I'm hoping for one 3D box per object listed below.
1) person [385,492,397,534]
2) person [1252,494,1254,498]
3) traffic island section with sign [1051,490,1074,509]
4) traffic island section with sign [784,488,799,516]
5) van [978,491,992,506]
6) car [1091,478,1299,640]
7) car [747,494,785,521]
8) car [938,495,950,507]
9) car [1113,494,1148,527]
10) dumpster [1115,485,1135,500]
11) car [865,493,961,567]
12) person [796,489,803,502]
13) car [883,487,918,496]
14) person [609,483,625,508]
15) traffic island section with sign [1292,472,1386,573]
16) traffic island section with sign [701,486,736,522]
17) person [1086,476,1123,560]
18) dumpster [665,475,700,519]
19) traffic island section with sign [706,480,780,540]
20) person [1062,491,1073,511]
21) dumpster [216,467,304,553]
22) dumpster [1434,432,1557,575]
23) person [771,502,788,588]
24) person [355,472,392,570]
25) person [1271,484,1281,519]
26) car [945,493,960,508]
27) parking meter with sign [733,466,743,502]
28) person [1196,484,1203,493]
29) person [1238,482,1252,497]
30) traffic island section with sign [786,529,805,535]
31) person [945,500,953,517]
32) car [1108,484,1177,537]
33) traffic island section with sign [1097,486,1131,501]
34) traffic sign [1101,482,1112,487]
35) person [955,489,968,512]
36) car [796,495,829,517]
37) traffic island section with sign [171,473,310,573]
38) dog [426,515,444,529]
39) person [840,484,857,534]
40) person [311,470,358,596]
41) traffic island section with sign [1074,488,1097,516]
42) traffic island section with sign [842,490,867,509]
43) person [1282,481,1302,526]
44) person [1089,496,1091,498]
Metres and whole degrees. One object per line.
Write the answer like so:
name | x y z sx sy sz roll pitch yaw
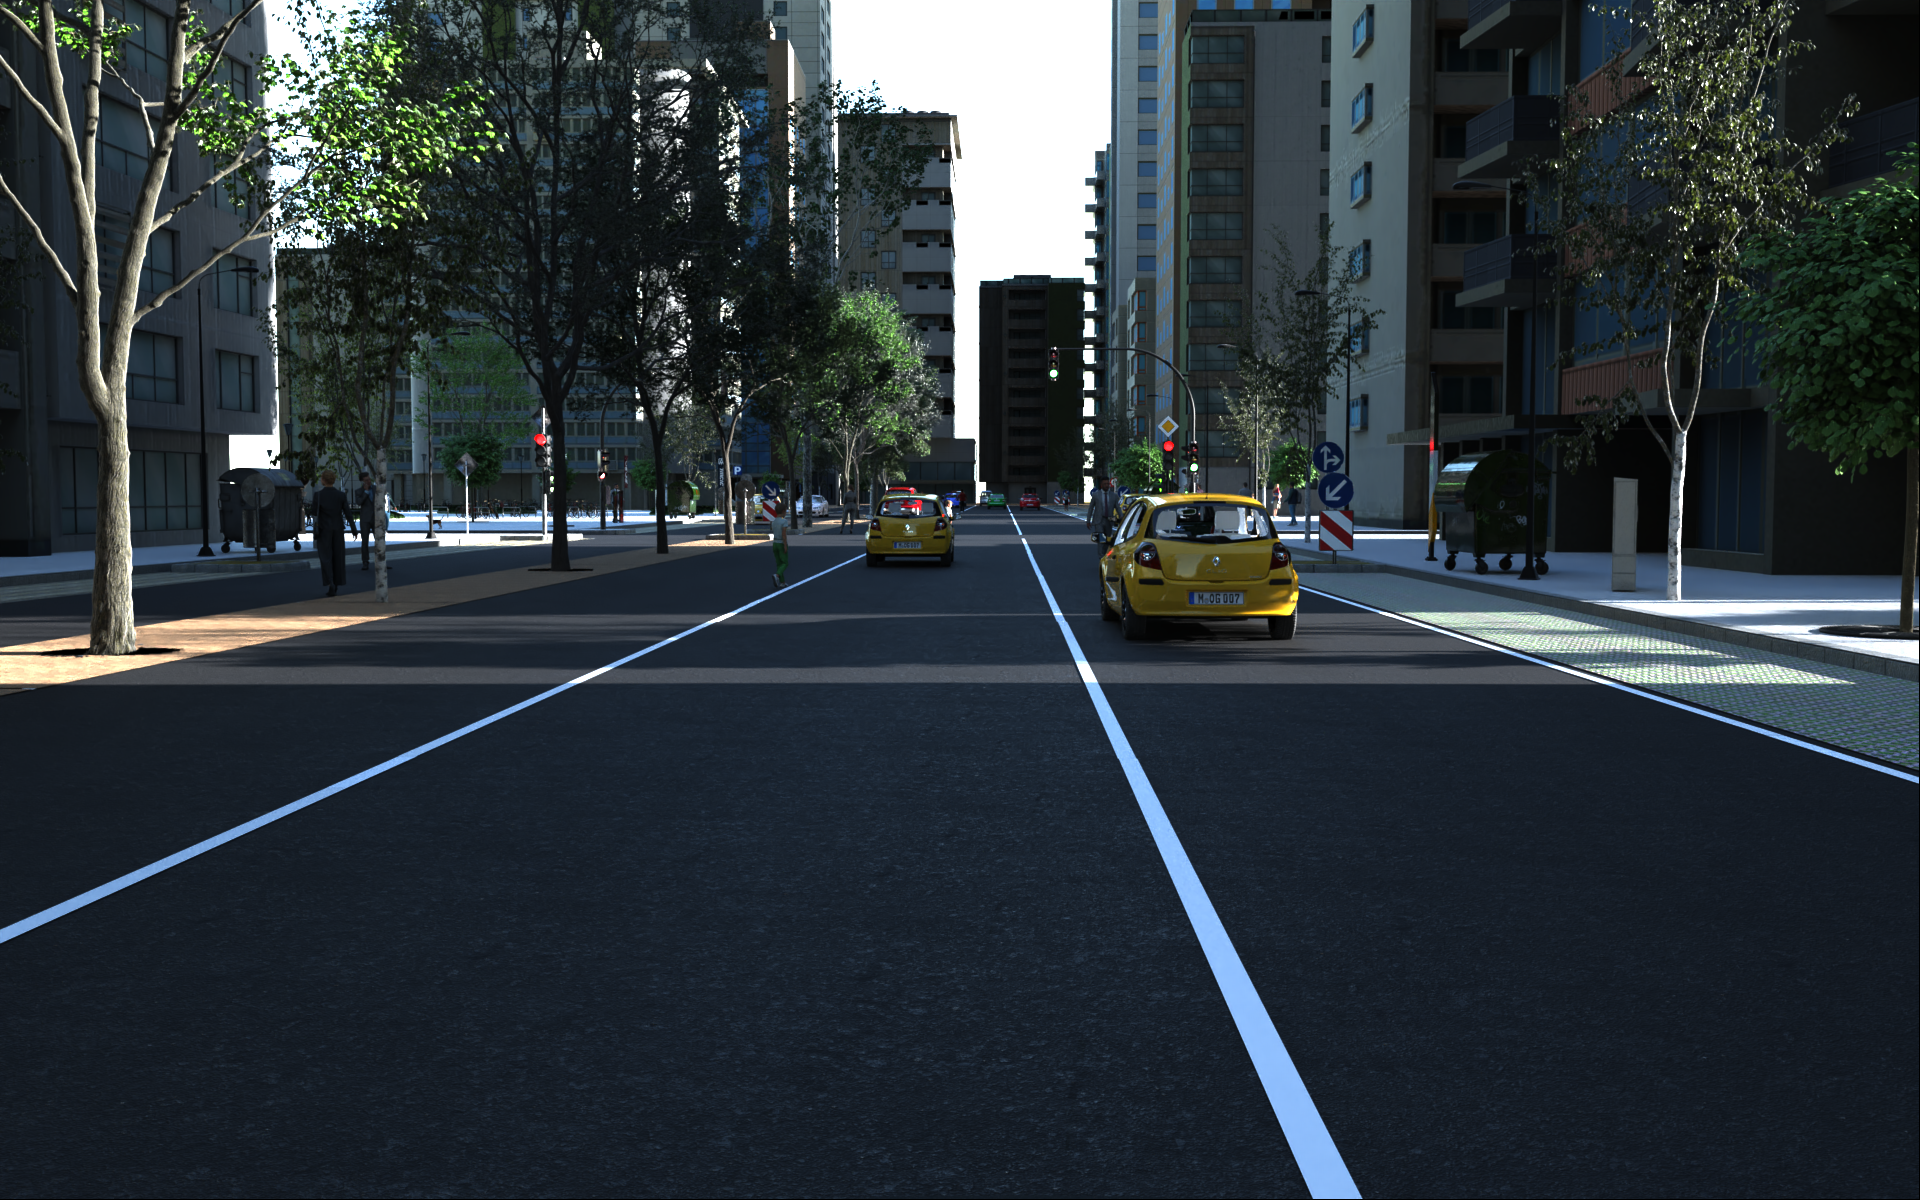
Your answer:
person | -20.014 -3.142 60.213 0.721 1.781 0.623 2 4 33
person | 15.891 -5.113 93.907 0.475 1.303 0.640 0 4 0
traffic island section with sign | 9.917 -9.514 164.187 1.989 1.847 2.006 0 4 1
traffic island section with sign | -11.307 -6.487 114.697 1.989 1.847 2.006 0 4 1
van | 3.188 -12.239 207.124 2.013 2.044 4.112 0 4 1
car | 2.449 -0.505 18.476 2.015 1.641 3.980 0 3 0
car | -9.311 -4.388 81.964 2.015 1.641 3.980 0 4 0
car | -1.861 -8.457 150.849 1.945 1.354 3.894 0 4 2
car | 7.551 -3.934 74.549 2.015 1.641 3.980 0 4 0
dumpster | 10.785 -6.537 112.637 1.264 1.857 1.865 0 4 1
car | -0.988 -1.556 35.661 2.015 1.641 3.980 0 4 1
person | -13.343 -8.357 143.504 1.217 1.723 0.721 1 4 8
car | -3.209 -5.368 96.436 2.281 1.827 5.304 0 4 3
person | -16.250 -4.618 81.813 0.678 1.792 0.850 -3 4 -37
traffic island section with sign | 6.735 -1.443 32.225 1.989 1.847 2.006 0 4 1
traffic island section with sign | -11.953 -4.837 87.714 1.989 1.847 2.006 0 4 1
person | 2.846 -1.550 34.109 0.678 1.792 0.850 -1 4 -10
dumpster | -14.356 -5.324 89.546 1.502 2.255 1.985 0 4 1
traffic island section with sign | -6.866 -2.841 54.585 2.006 1.907 1.989 0 4 1
person | 9.203 -8.547 149.038 1.217 1.735 0.721 -2 4 -35
dumpster | -15.440 -1.987 38.244 1.264 1.857 1.865 0 4 2
dumpster | 8.720 -1.575 28.249 1.502 2.255 1.985 0 4 1
person | -2.762 -0.841 26.506 0.306 1.304 0.590 1 4 18
person | -11.132 -1.502 32.861 0.655 1.846 0.447 -3 4 -36
person | 16.518 -5.163 90.426 0.573 1.828 0.580 0 4 -6
car | -0.901 -10.217 176.640 1.945 1.707 3.694 0 4 0
parking meter with sign | -13.752 -6.811 107.616 0.543 3.016 1.738 -1 4 -12
person | 13.186 -5.491 95.833 0.555 1.821 0.388 2 4 35
person | 12.284 -4.194 74.813 0.606 1.804 0.583 0 4 -4
traffic island section with sign | -6.677 -3.294 61.990 2.006 1.907 1.989 0 4 1
person | -0.405 -2.295 50.712 0.352 1.250 0.332 -3 5 -43
car | 3.635 -1.260 30.381 2.009 1.686 4.222 0 4 1
traffic island section with sign | 8.043 -4.768 86.580 1.989 1.847 2.006 0 4 1
traffic sign | 11.511 -8.326 136.136 0.884 2.594 0.081 1 4 10
person | 0.144 -8.116 141.137 1.348 1.831 0.705 -3 5 -39
car | -9.226 -5.822 107.557 2.083 1.381 4.827 0 4 2
traffic island section with sign | -13.301 -1.448 32.302 1.989 1.847 2.006 0 4 1
dog | -19.440 -2.894 64.145 0.406 0.507 0.540 3 4 37
person | -4.054 -3.305 62.812 0.520 1.790 0.573 -2 4 -35
person | -8.852 -0.951 24.473 0.534 1.772 0.576 3 4 36
traffic island section with sign | 8.690 -6.416 113.528 1.989 1.847 2.006 0 4 1
traffic island section with sign | -10.109 -9.516 164.206 1.989 1.847 2.006 0 4 1
person | 13.217 -3.820 68.846 0.721 1.781 0.623 2 4 28
person | 12.103 -9.255 158.080 0.721 1.735 1.217 2 4 29
